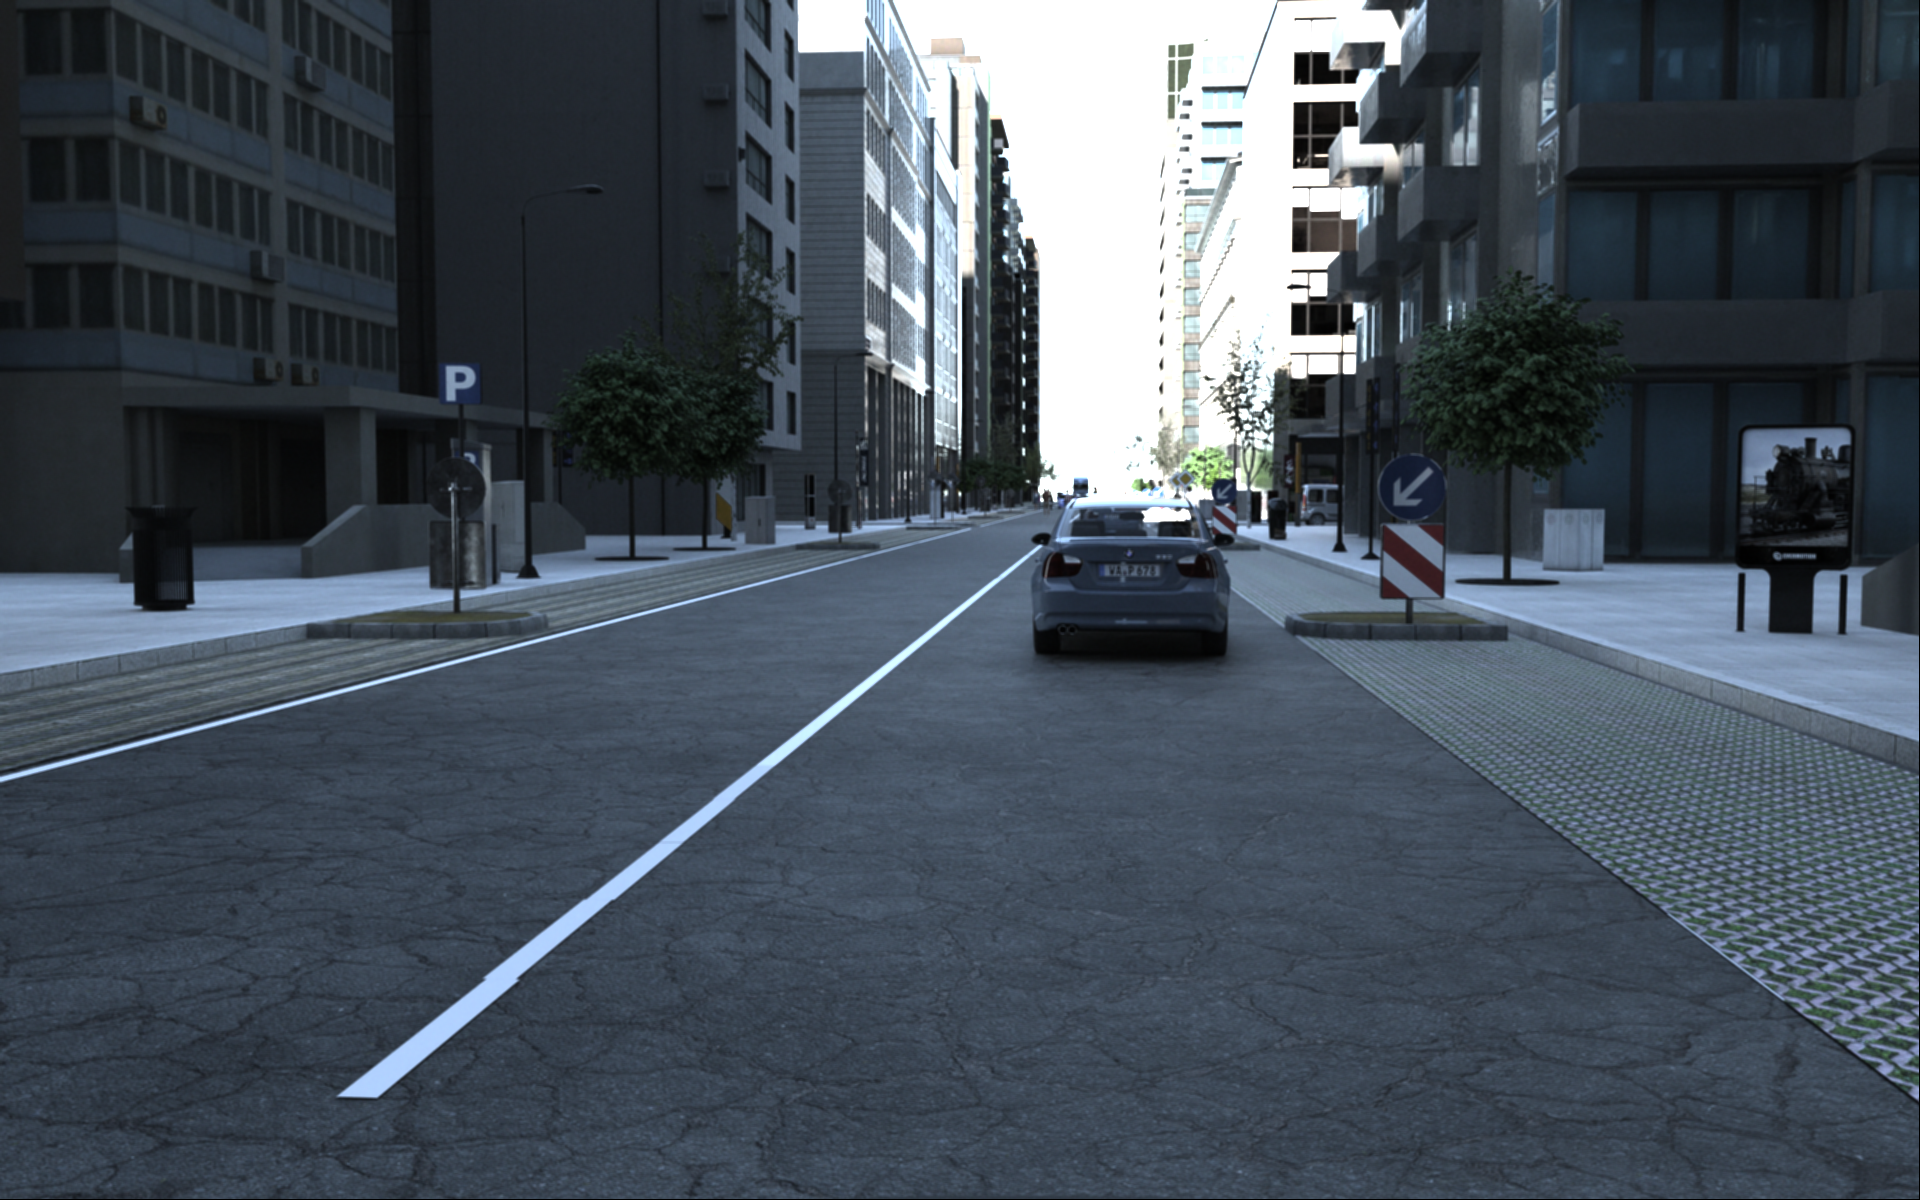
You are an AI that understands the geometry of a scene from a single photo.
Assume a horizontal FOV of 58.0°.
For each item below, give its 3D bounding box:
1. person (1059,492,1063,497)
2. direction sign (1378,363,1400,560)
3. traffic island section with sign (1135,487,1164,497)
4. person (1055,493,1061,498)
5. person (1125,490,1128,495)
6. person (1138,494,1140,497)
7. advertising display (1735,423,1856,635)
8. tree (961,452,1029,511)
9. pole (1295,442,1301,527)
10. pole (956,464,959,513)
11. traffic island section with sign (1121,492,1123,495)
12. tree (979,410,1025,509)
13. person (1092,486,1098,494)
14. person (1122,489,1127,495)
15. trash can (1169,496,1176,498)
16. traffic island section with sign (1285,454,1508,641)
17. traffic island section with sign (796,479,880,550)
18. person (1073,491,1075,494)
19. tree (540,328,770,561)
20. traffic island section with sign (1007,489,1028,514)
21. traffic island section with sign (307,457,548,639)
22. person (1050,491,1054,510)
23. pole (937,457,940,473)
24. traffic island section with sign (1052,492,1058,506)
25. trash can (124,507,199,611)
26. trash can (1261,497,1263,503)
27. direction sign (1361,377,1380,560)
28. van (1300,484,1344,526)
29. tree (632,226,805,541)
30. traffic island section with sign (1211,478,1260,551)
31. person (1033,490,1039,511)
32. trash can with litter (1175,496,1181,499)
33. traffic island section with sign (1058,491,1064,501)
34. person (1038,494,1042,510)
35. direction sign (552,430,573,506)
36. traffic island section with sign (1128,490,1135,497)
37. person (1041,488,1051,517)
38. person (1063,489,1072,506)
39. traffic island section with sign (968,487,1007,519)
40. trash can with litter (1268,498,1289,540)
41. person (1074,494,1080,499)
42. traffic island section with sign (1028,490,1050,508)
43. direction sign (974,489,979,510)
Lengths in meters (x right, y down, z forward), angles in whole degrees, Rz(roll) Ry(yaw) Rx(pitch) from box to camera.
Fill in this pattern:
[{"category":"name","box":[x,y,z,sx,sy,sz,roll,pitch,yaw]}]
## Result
[{"category":"person","box":[11.829,-11.917,204.127,0.721,1.735,1.217,-1,4,-20]},{"category":"direction sign","box":[7.630,-2.348,30.385,0.379,3.537,0.876,1,4,9]},{"category":"traffic island section with sign","box":[11.205,-5.538,99.167,1.989,1.847,2.006,0,4,5]},{"category":"person","box":[11.938,-12.055,206.324,1.217,1.736,0.721,1,4,13]},{"category":"person","box":[15.492,-9.337,161.185,0.705,1.821,1.348,-1,4,-15]},{"category":"person","box":[16.559,-9.105,160.620,0.557,1.426,1.065,3,5,43]},{"category":"advertising display","box":[7.678,-0.657,15.958,0.974,1.923,0.123,2,4,24]},{"category":"tree","box":[3.015,-9.951,146.419,4.285,4.588,4.351,0,3,0]},{"category":"pole","box":[13.349,-4.559,68.381,0.158,3.312,0.155,0,3,0]},{"category":"pole","box":[-0.172,-7.534,117.027,0.158,3.312,0.155,0,3,0]},{"category":"traffic island section with sign","box":[17.643,-10.241,176.072,1.989,1.847,2.006,0,4,5]},{"category":"tree","box":[3.679,-12.276,151.073,4.360,8.622,3.978,0,3,0]},{"category":"person","box":[8.349,-5.989,105.783,0.474,1.900,0.648,-3,4,-36]},{"category":"person","box":[13.112,-7.969,138.573,0.755,1.850,0.659,-1,4,-11]},{"category":"trash can","box":[16.024,-7.251,130.201,0.748,1.137,0.748,0,3,0]},{"category":"traffic island section with sign","box":[4.399,-0.561,17.795,1.989,1.847,2.006,0,4,5]},{"category":"traffic island section with sign","box":[-3.126,-2.226,45.022,1.989,1.847,2.006,0,4,5]},{"category":"person","box":[13.935,-12.343,210.864,0.434,1.755,0.990,2,4,30]},{"category":"tree","box":[-6.509,-3.068,33.873,4.285,4.588,4.351,0,3,0]},{"category":"traffic island section with sign","box":[3.772,-7.272,127.525,1.989,1.847,2.006,0,4,5]},{"category":"traffic island section with sign","box":[-5.393,-0.570,17.947,1.989,1.847,2.006,0,4,5]},{"category":"person","box":[8.484,-9.201,159.644,0.721,1.735,1.217,0,4,-6]},{"category":"pole","box":[-1.190,-6.154,94.456,0.158,3.312,0.155,0,3,0]},{"category":"traffic island section with sign","box":[10.205,-11.973,204.382,1.989,1.847,2.006,0,4,5]},{"category":"trash can","box":[-8.816,-0.459,19.163,0.748,1.137,0.748,0,3,0]},{"category":"trash can","box":[13.474,-4.130,79.174,0.748,1.137,0.748,0,3,0]},{"category":"direction sign","box":[8.076,-2.567,33.960,0.379,3.537,0.876,0,4,-1]},{"category":"van","box":[16.339,-4.042,73.098,4.112,2.044,2.013,0,4,3]},{"category":"tree","box":[-6.415,-5.919,47.132,4.737,8.622,4.395,0,3,0]},{"category":"traffic island section with sign","box":[6.651,-2.204,44.656,1.989,1.847,2.006,0,4,5]},{"category":"person","box":[6.578,-8.623,149.513,0.581,1.822,0.654,1,4,15]},{"category":"trash can with litter","box":[15.697,-6.999,125.814,0.624,1.170,1.055,-1,4,-16]},{"category":"traffic island section with sign","box":[14.800,-15.323,259.151,1.989,1.847,2.006,0,4,5]},{"category":"person","box":[7.048,-8.722,154.323,0.991,1.433,0.599,1,4,23]},{"category":"direction sign","box":[-11.534,-3.543,49.932,0.379,3.537,0.876,3,5,43]},{"category":"traffic island section with sign","box":[13.507,-7.216,126.610,1.989,1.847,2.006,0,4,5]},{"category":"person","box":[5.366,-6.028,107.031,0.573,1.828,0.580,3,5,40]},{"category":"person","box":[6.290,-5.583,100.612,0.563,1.720,0.643,-2,4,-35]},{"category":"traffic island section with sign","box":[1.515,-5.619,100.491,1.989,1.847,2.006,0,4,5]},{"category":"trash can with litter","box":[9.069,-2.300,48.990,0.624,1.170,1.055,0,4,0]},{"category":"person","box":[11.783,-9.923,173.976,0.697,1.427,0.421,-1,4,-22]},{"category":"traffic island section with sign","box":[7.895,-10.285,176.785,1.989,1.847,2.006,0,4,5]},{"category":"direction sign","box":[1.365,-9.231,142.915,0.876,3.537,0.379,-1,4,-12]}]
